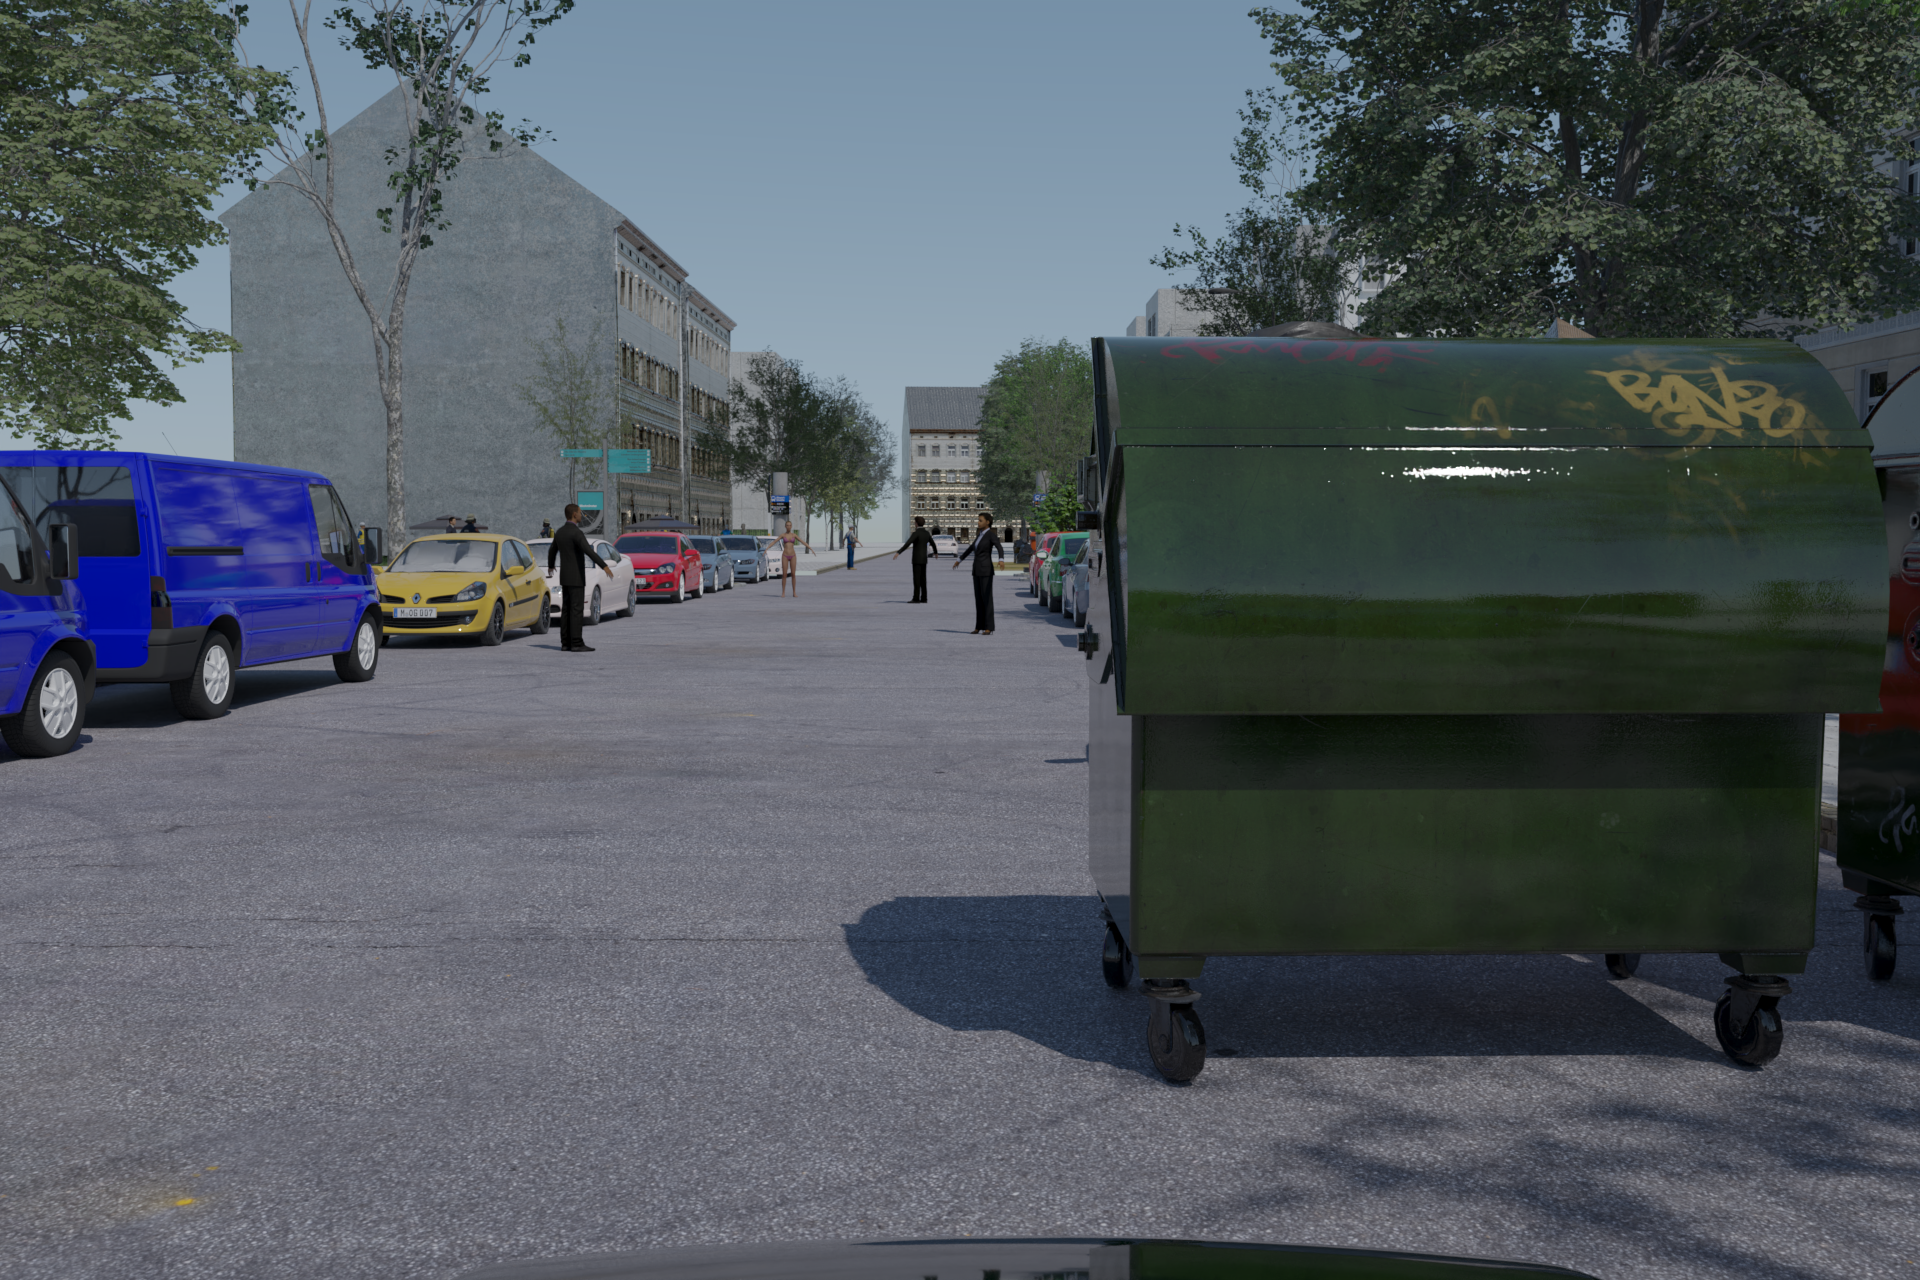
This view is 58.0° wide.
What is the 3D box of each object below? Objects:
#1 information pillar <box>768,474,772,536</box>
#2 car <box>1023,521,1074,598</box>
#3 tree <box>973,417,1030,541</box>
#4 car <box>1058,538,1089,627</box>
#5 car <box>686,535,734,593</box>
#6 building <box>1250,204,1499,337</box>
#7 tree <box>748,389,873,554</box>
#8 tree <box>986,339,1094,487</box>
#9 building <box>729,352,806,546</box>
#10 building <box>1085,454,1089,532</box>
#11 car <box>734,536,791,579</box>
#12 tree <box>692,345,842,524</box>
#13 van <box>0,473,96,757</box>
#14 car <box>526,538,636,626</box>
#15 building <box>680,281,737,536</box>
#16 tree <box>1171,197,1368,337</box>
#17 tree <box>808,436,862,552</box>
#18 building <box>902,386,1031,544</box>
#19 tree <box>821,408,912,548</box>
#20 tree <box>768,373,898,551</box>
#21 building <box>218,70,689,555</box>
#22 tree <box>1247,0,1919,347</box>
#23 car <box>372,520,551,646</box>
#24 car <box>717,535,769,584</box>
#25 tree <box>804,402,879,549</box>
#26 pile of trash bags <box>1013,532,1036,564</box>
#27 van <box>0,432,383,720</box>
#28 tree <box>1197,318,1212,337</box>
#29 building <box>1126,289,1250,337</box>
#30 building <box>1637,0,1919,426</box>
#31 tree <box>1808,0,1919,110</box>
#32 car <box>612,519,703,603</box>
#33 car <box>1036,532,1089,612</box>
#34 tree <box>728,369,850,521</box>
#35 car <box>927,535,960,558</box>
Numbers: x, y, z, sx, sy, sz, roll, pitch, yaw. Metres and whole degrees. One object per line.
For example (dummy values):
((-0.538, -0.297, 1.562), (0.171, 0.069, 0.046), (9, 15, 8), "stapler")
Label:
((-7.457, -4.682, 67.907), (0.183, 3.616, 0.504), (0, 3, 0), "information pillar")
((2.558, -1.921, 40.454), (2.155, 1.783, 4.494), (0, 4, 0), "car")
((5.869, -15.529, 160.553), (9.857, 13.997, 8.962), (0, 3, 0), "tree")
((2.619, -0.975, 27.942), (2.014, 1.417, 4.499), (0, 4, 0), "car")
((-6.754, -1.927, 43.506), (2.014, 1.417, 4.499), (0, 4, 1), "car")
((23.046, -15.271, 106.093), (16.016, 20.090, 11.380), (0, 4, 0), "building")
((-9.857, -10.802, 111.028), (8.767, 10.594, 7.601), (0, 4, -5), "tree")
((5.415, -10.094, 90.800), (9.928, 11.665, 9.643), (0, 3, 0), "tree")
((-26.212, -19.413, 183.862), (16.747, 18.905, 31.486), (0, 3, 0), "building")
((23.502, -20.209, 196.866), (16.747, 18.905, 31.486), (0, 4, 0), "building")
((-6.486, -2.711, 56.692), (2.083, 1.381, 4.827), (0, 3, 0), "car")
((-9.650, -9.284, 86.201), (8.767, 10.594, 7.601), (1, 4, 15), "tree")
((-6.723, -0.306, 9.392), (2.240, 2.365, 5.245), (0, 4, 0), "van")
((-6.594, -0.994, 28.620), (2.083, 1.381, 4.827), (0, 4, 1), "car")
((-25.889, -17.429, 115.901), (19.493, 23.208, 18.063), (0, 4, 1), "building")
((8.670, -7.001, 48.879), (7.601, 10.594, 8.767), (-1, 4, -20), "tree")
((-9.337, -10.613, 123.878), (4.737, 8.622, 4.395), (0, 3, 0), "tree")
((0.940, -25.893, 256.743), (18.063, 23.208, 19.493), (0, 4, -5), "building")
((-9.972, -15.374, 161.733), (12.009, 13.543, 11.850), (0, 3, 0), "tree")
((-9.764, -13.565, 132.159), (12.009, 13.543, 11.850), (0, 3, 0), "tree")
((-25.538, -15.952, 91.747), (19.493, 23.208, 18.063), (0, 4, 1), "building")
((8.766, -7.141, 23.410), (9.857, 13.997, 8.962), (0, 3, 0), "tree")
((-6.748, -0.804, 23.365), (2.015, 1.641, 3.980), (0, 4, 0), "car")
((-6.697, -2.415, 51.493), (2.014, 1.417, 4.499), (0, 4, 0), "car")
((-10.382, -13.928, 145.857), (7.486, 12.596, 7.792), (0, 3, 0), "tree")
((3.279, -4.071, 76.307), (1.912, 1.369, 3.447), (0, 3, 0), "pile of trash bags")
((-6.673, -0.652, 15.038), (2.240, 2.365, 5.245), (0, 4, 0), "van")
((9.058, -6.698, 59.869), (4.737, 8.622, 4.395), (0, 3, 0), "tree")
((22.633, -16.330, 133.454), (16.747, 18.905, 31.486), (0, 3, 0), "building")
((25.389, -15.455, 38.594), (13.634, 28.700, 20.117), (0, 4, 0), "building")
((9.222, -5.198, 10.739), (9.928, 11.665, 9.643), (0, 3, 0), "tree")
((-6.630, -1.717, 37.116), (2.155, 1.783, 4.494), (0, 4, 0), "car")
((2.473, -1.484, 33.061), (1.959, 1.807, 4.718), (0, 4, -1), "car")
((-9.970, -9.991, 97.759), (8.767, 10.594, 7.601), (3, 4, 37), "tree")
((-1.037, -5.711, 105.741), (2.083, 1.381, 4.827), (0, 4, 0), "car")
